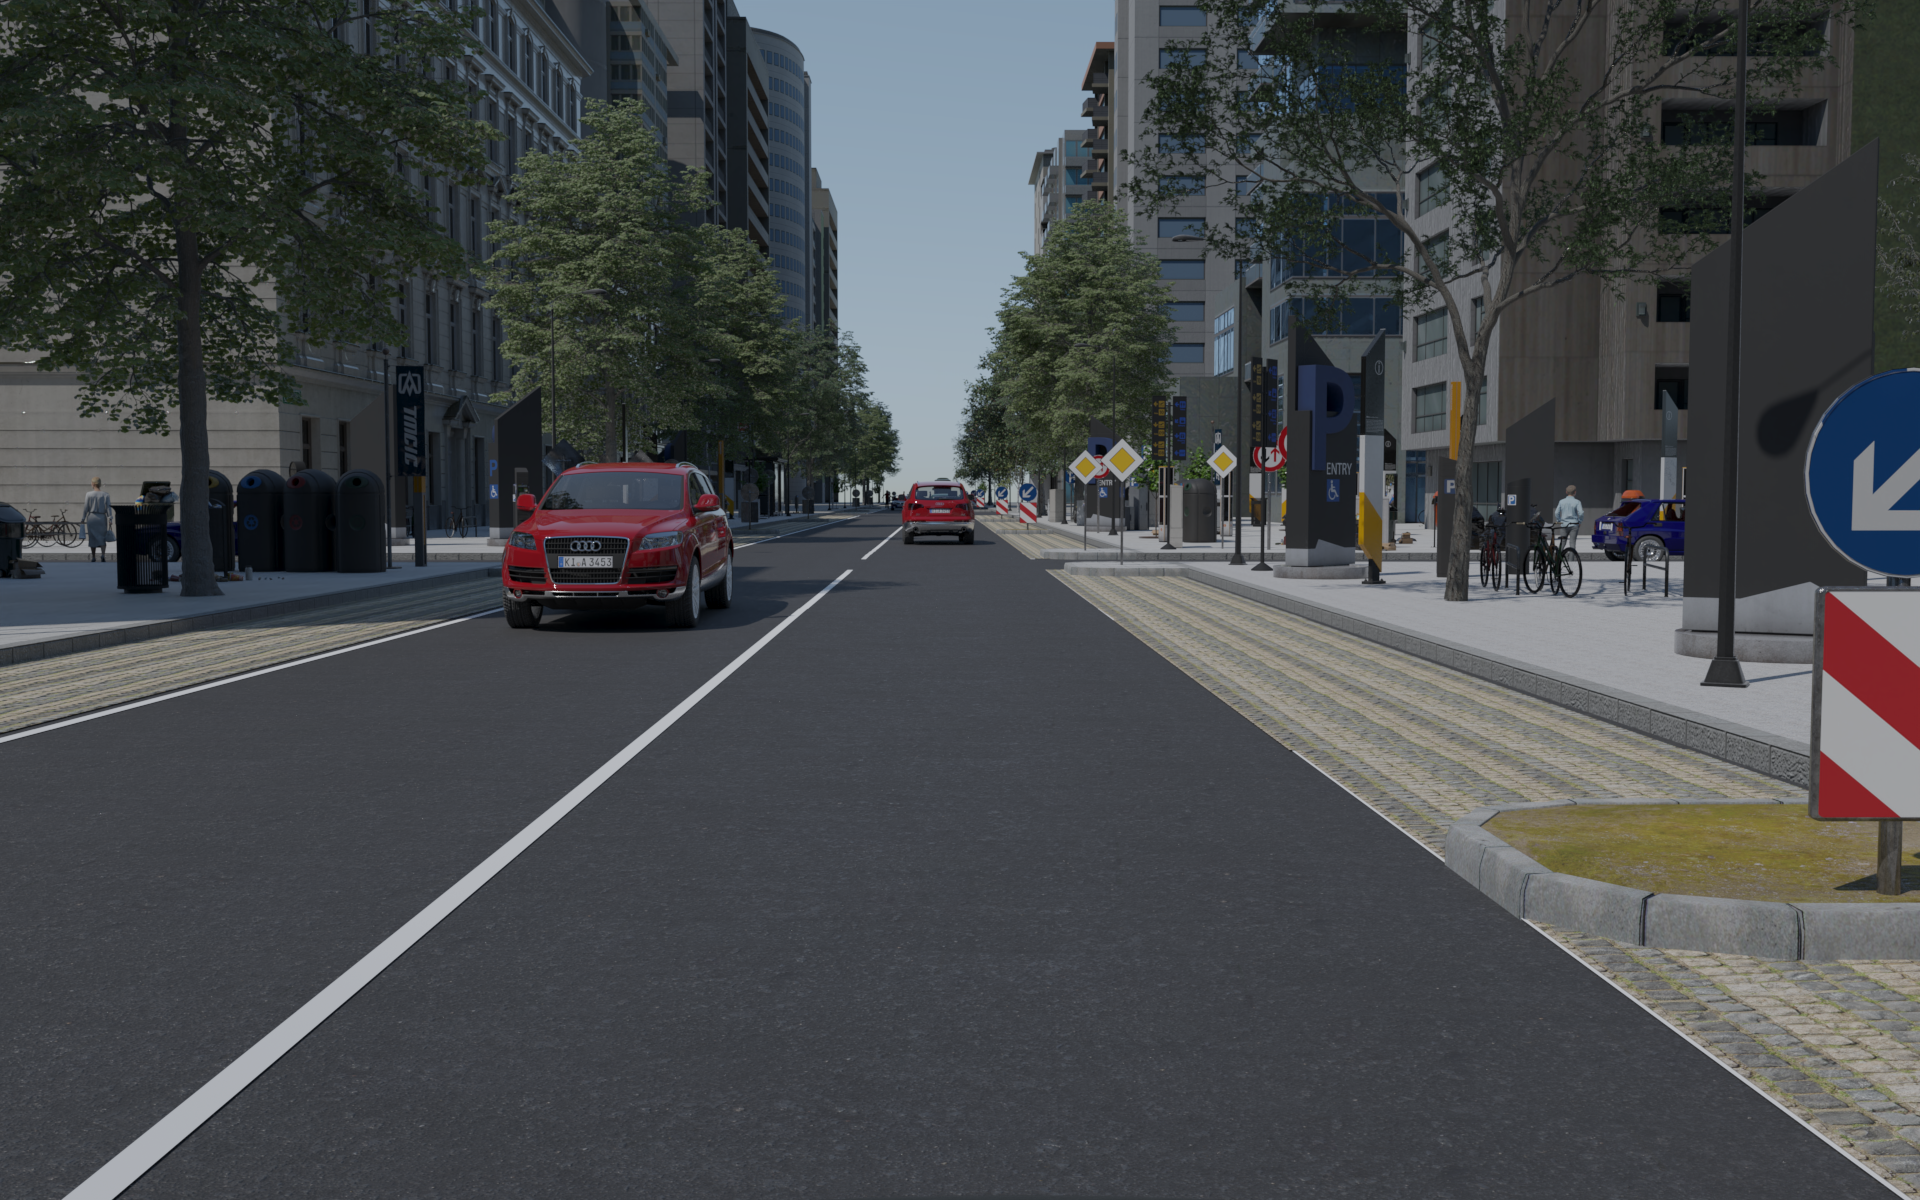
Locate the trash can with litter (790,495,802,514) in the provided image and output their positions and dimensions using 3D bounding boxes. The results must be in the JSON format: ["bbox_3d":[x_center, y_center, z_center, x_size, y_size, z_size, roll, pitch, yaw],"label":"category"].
[{"bbox_3d":[-10.528,-6.242,113.113,1.678,1.210,2.233,0,3,0],"label":"trash can with litter"}]

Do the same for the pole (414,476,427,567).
[{"bbox_3d":[-9.535,-2.245,30.546,0.158,3.312,0.155,0,3,0],"label":"pole"}]

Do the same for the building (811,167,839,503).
[{"bbox_3d":[-29.548,-38.891,259.572,21.300,48.544,21.600,0,4,-1],"label":"building"}]

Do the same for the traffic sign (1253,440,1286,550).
[{"bbox_3d":[7.102,-2.425,39.751,0.768,2.556,0.104,0,4,5],"label":"traffic sign"}]

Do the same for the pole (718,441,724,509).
[{"bbox_3d":[-9.110,-4.419,66.093,0.158,3.312,0.155,0,3,0],"label":"pole"}]

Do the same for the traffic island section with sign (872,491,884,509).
[{"bbox_3d":[-8.535,-9.606,165.693,1.989,1.847,2.006,0,4,-1],"label":"traffic island section with sign"}]

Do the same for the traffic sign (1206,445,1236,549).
[{"bbox_3d":[6.152,-2.406,40.528,0.795,2.450,0.064,0,4,4],"label":"traffic sign"}]

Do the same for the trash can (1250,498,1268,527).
[{"bbox_3d":[11.704,-3.436,67.825,0.748,1.137,0.748,0,3,0],"label":"trash can"}]

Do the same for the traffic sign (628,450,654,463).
[{"bbox_3d":[-7.207,-2.171,39.139,0.795,2.450,0.064,0,4,-1],"label":"traffic sign"}]

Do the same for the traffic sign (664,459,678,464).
[{"bbox_3d":[-10.528,-3.862,63.253,0.768,2.556,0.104,0,4,5],"label":"traffic sign"}]

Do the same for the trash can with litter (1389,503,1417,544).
[{"bbox_3d":[11.184,-2.032,44.605,1.055,1.170,0.624,0,4,-6],"label":"trash can with litter"}]

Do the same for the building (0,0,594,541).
[{"bbox_3d":[-26.701,-17.828,67.901,17.030,29.872,44.131,0,4,-1],"label":"building"}]

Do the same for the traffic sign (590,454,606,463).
[{"bbox_3d":[-11.315,-3.334,54.610,0.768,2.556,0.104,0,4,2],"label":"traffic sign"}]

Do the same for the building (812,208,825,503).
[{"bbox_3d":[-26.428,-34.139,241.759,14.154,41.232,14.086,0,4,-1],"label":"building"}]

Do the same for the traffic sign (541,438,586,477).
[{"bbox_3d":[-7.125,-1.683,31.154,0.795,2.450,0.064,0,4,-1],"label":"traffic sign"}]

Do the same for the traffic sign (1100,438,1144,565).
[{"bbox_3d":[2.919,-1.688,31.237,0.795,2.450,0.064,0,4,-1],"label":"traffic sign"}]

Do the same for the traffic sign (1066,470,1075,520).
[{"bbox_3d":[5.532,-5.256,86.037,0.768,2.556,0.104,0,4,5],"label":"traffic sign"}]

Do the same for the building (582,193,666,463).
[{"bbox_3d":[-23.298,-14.393,99.956,10.561,19.102,19.286,0,4,-1],"label":"building"}]

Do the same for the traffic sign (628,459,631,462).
[{"bbox_3d":[-11.835,-3.818,62.530,0.768,2.556,0.104,0,4,5],"label":"traffic sign"}]

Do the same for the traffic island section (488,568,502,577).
[{"bbox_3d":[-7.148,-0.546,31.215,2.009,0.180,2.903,0,4,-1],"label":"traffic island section"}]

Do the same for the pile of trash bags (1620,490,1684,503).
[{"bbox_3d":[16.784,-1.935,41.397,3.447,1.369,1.912,-3,5,-42],"label":"pile of trash bags"}]

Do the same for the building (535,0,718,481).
[{"bbox_3d":[-34.423,-26.552,126.011,32.217,40.220,23.993,0,4,-1],"label":"building"}]

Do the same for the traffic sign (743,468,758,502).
[{"bbox_3d":[-10.318,-5.216,85.390,0.768,2.556,0.104,0,4,8],"label":"traffic sign"}]

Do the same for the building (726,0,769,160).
[{"bbox_3d":[-30.391,-33.442,170.480,21.300,48.544,21.600,0,4,-1],"label":"building"}]

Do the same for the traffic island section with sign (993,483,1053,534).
[{"bbox_3d":[2.295,-3.276,62.195,1.989,1.847,2.006,0,4,-1],"label":"traffic island section with sign"}]

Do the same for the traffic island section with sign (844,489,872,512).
[{"bbox_3d":[-8.254,-7.958,138.740,1.989,1.847,2.006,0,4,-1],"label":"traffic island section with sign"}]

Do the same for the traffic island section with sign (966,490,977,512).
[{"bbox_3d":[1.507,-7.975,139.013,1.989,1.847,2.006,0,4,-1],"label":"traffic island section with sign"}]

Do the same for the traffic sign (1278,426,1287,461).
[{"bbox_3d":[5.933,-1.847,30.311,0.768,2.556,0.104,0,4,4],"label":"traffic sign"}]

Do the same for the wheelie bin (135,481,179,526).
[{"bbox_3d":[-19.435,-2.087,42.026,0.980,1.594,0.693,-3,5,-44],"label":"wheelie bin"}]

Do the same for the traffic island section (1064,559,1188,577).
[{"bbox_3d":[2.943,-0.552,31.314,2.009,0.180,2.903,0,4,-1],"label":"traffic island section"}]

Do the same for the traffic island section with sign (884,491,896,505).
[{"bbox_3d":[-9.117,-13.038,221.797,1.989,1.847,2.006,0,4,-1],"label":"traffic island section with sign"}]

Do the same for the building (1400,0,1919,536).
[{"bbox_3d":[23.051,-17.374,55.774,14.107,30.474,14.160,0,4,-1],"label":"building"}]

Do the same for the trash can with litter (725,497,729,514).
[{"bbox_3d":[-11.027,-4.101,78.442,1.055,1.170,0.624,-2,4,-28],"label":"trash can with litter"}]

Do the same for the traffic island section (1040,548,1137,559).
[{"bbox_3d":[2.861,-1.041,39.299,2.009,0.180,2.903,0,4,-1],"label":"traffic island section"}]

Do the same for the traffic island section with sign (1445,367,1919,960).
[{"bbox_3d":[2.873,0.147,6.232,1.989,1.847,2.006,0,4,-1],"label":"traffic island section with sign"}]

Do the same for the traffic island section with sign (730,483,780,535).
[{"bbox_3d":[-7.470,-3.249,61.742,1.989,1.847,2.006,0,4,-1],"label":"traffic island section with sign"}]

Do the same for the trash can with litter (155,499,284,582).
[{"bbox_3d":[-11.384,-0.901,25.782,2.233,1.210,1.678,1,4,19],"label":"trash can with litter"}]

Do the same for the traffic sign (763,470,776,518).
[{"bbox_3d":[-10.053,-5.560,91.008,0.768,2.556,0.104,0,4,4],"label":"traffic sign"}]

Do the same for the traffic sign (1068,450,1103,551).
[{"bbox_3d":[2.837,-2.176,39.221,0.795,2.450,0.064,0,4,-1],"label":"traffic sign"}]

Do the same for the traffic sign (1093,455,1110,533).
[{"bbox_3d":[4.532,-3.461,56.698,0.768,2.556,0.104,0,4,3],"label":"traffic sign"}]

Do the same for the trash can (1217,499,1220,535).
[{"bbox_3d":[8.238,-2.639,54.798,0.748,1.137,0.748,0,3,0],"label":"trash can"}]

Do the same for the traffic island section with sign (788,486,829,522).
[{"bbox_3d":[-7.744,-4.911,88.917,1.989,1.847,2.006,0,4,-1],"label":"traffic island section with sign"}]

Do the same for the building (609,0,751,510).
[{"bbox_3d":[-28.533,-43.412,148.041,20.563,71.187,20.611,0,4,-1],"label":"building"}]

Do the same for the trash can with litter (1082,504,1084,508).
[{"bbox_3d":[5.010,-3.161,63.068,1.055,1.170,0.624,-1,4,-13],"label":"trash can with litter"}]

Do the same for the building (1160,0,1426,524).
[{"bbox_3d":[23.236,-47.405,87.742,22.319,86.520,31.000,0,4,-1],"label":"building"}]

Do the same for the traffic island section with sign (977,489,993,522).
[{"bbox_3d":[2.024,-4.925,89.148,1.989,1.847,2.006,0,4,-1],"label":"traffic island section with sign"}]

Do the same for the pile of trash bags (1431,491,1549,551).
[{"bbox_3d":[12.132,-1.874,40.386,1.912,1.369,3.447,-1,4,-21],"label":"pile of trash bags"}]

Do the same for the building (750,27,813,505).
[{"bbox_3d":[-30.230,-41.393,218.767,21.231,58.520,28.212,0,4,-1],"label":"building"}]

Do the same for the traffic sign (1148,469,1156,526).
[{"bbox_3d":[6.377,-3.371,56.307,0.795,2.450,0.064,0,4,2],"label":"traffic sign"}]

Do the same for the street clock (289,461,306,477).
[{"bbox_3d":[-14.638,-2.064,38.324,0.358,2.002,0.471,-3,5,-41],"label":"street clock"}]

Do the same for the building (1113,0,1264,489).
[{"bbox_3d":[22.870,-36.488,138.577,21.231,58.520,28.212,0,4,-1],"label":"building"}]

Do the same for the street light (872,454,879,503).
[{"bbox_3d":[-10.325,-13.828,198.635,1.470,5.913,1.316,0,4,-1],"label":"street light"}]

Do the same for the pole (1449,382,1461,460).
[{"bbox_3d":[8.991,-2.303,31.502,0.158,3.312,0.155,0,3,0],"label":"pole"}]

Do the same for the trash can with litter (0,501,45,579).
[{"bbox_3d":[-14.412,-0.923,26.473,1.055,1.170,0.624,2,4,27],"label":"trash can with litter"}]

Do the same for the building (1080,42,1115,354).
[{"bbox_3d":[23.140,-31.385,167.770,22.147,44.769,28.867,0,4,-1],"label":"building"}]

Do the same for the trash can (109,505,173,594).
[{"bbox_3d":[-10.612,-0.662,22.472,0.748,1.137,0.748,0,3,0],"label":"trash can"}]
